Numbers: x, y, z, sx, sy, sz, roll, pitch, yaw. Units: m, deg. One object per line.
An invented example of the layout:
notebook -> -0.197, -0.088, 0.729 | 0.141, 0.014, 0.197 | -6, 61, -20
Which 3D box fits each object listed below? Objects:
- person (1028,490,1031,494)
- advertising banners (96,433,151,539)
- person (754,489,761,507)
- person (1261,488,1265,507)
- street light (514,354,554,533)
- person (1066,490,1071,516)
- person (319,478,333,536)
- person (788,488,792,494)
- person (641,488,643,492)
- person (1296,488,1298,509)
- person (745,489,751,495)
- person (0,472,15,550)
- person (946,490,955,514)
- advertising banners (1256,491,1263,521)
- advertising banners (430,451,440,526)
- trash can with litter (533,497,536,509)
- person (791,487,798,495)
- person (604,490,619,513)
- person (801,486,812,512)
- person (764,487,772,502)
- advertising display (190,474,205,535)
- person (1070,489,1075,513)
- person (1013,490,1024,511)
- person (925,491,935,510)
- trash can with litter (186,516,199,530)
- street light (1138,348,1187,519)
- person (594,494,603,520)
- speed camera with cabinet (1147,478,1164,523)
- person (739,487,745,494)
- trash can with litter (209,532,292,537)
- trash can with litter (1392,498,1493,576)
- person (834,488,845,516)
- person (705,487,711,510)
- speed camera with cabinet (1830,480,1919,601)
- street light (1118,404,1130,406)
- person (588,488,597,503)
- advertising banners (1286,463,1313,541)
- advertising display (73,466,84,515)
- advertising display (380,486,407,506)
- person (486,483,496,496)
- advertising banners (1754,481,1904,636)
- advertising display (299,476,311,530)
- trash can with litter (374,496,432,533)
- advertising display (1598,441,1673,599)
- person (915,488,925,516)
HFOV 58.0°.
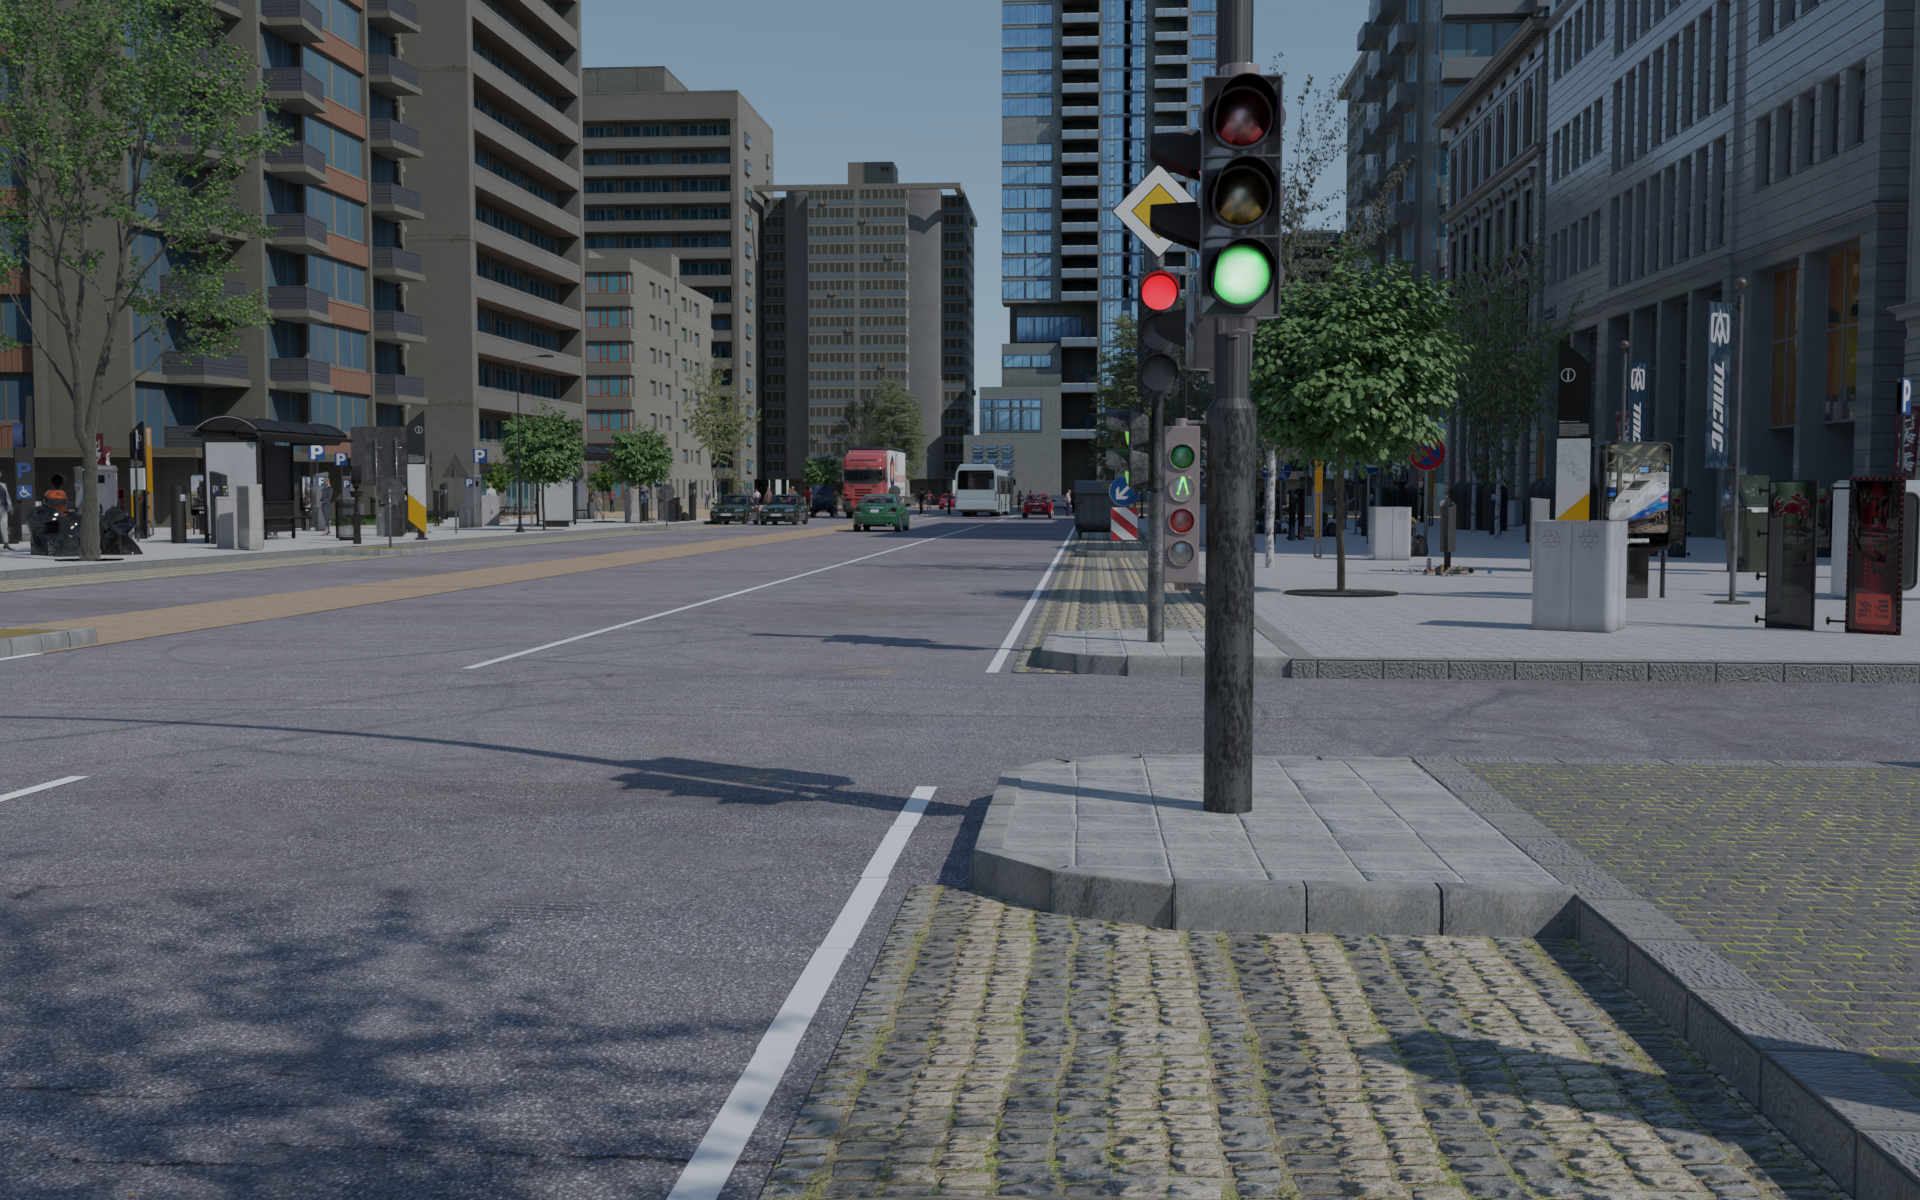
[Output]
person -> 6.545, -9.295, 160.494 | 1.348, 1.821, 0.705 | 3, 4, 39
advertising banners -> -24.106, -3.269, 49.637 | 2.074, 3.025, 0.090 | 1, 4, 17
person -> -19.052, -9.502, 162.343 | 0.756, 1.711, 0.436 | -3, 4, -37
person -> 20.709, -6.866, 119.130 | 0.721, 1.723, 1.217 | 0, 4, 7
street light -> -14.141, -5.201, 57.570 | 1.470, 5.913, 1.316 | 0, 4, 4
person -> 7.017, -6.241, 111.483 | 0.436, 1.711, 0.756 | 0, 4, 4
person -> -19.628, -2.882, 53.442 | 0.520, 1.790, 0.573 | 2, 4, 30
person -> -9.390, -5.234, 94.793 | 1.217, 1.743, 0.721 | 2, 4, 26
person -> -23.054, -7.255, 125.371 | 1.217, 1.736, 0.721 | -2, 4, -30
person -> 25.979, -7.723, 133.035 | 1.217, 1.735, 0.721 | -2, 4, -30
person -> -20.559, -9.864, 167.841 | 0.617, 1.759, 0.750 | 0, 4, -4
person -> -21.920, -2.045, 39.350 | 0.818, 1.842, 0.514 | 0, 4, 2
person -> -0.695, -6.926, 122.459 | 0.721, 1.735, 1.217 | 2, 4, 28
advertising banners -> 13.916, -5.352, 83.697 | 0.090, 3.025, 2.074 | -2, 4, -33
advertising banners -> -21.141, -4.494, 69.666 | 0.090, 3.025, 2.074 | -2, 4, -24
trash can with litter -> -19.388, -4.236, 80.641 | 0.624, 1.170, 1.055 | 1, 4, 22
person -> -10.777, -6.405, 111.314 | 0.990, 1.755, 0.434 | -1, 4, -13
person -> -24.166, -6.928, 120.044 | 1.217, 1.743, 0.721 | 2, 4, 24
person -> -10.675, -7.093, 121.983 | 1.348, 1.831, 0.705 | 1, 4, 13
person -> -12.794, -6.647, 115.269 | 0.434, 1.755, 0.990 | 2, 4, 30
advertising display -> -23.794, -3.017, 54.546 | 0.974, 1.923, 0.123 | 1, 4, 16
person -> 8.673, -7.579, 132.550 | 0.705, 1.807, 1.348 | -2, 4, -29
person -> 4.865, -8.213, 143.503 | 1.217, 1.743, 0.721 | 3, 5, 40
person -> -2.886, -9.199, 159.626 | 1.217, 1.743, 0.721 | -1, 4, -17
trash can with litter -> -27.608, -3.127, 62.516 | 1.055, 1.170, 0.624 | -3, 4, -36
street light -> 5.763, -4.646, 48.501 | 1.470, 5.913, 1.316 | 0, 4, 4
person -> -18.163, -4.700, 87.156 | 0.475, 1.303, 0.640 | 3, 5, 40
speed camera with cabinet -> 8.682, -4.870, 73.957 | 0.660, 3.252, 2.038 | -1, 4, -19
person -> -15.063, -6.927, 119.278 | 0.705, 1.826, 1.348 | -3, 5, -42
trash can with litter -> -21.507, -2.547, 52.700 | 2.233, 1.210, 1.678 | 0, 4, 6
trash can with litter -> 7.739, -1.036, 28.003 | 1.678, 1.210, 2.233 | 1, 4, 21
person -> -8.221, -6.464, 114.208 | 1.348, 1.821, 0.705 | 1, 4, 14
person -> -20.857, -8.423, 143.626 | 0.599, 1.838, 0.709 | 1, 4, 18
speed camera with cabinet -> 11.743, -1.629, 20.970 | 2.038, 3.252, 0.660 | 0, 4, 2
street light -> 8.877, -7.158, 89.573 | 1.470, 5.913, 1.316 | 0, 4, 4
person -> -20.335, -5.394, 94.951 | 1.217, 1.735, 0.721 | 2, 4, 35
advertising banners -> 9.531, -3.191, 48.362 | 0.090, 3.025, 2.074 | 2, 4, 31
advertising display -> -20.679, -2.174, 40.765 | 0.123, 1.923, 0.974 | -3, 4, -38
advertising display -> -20.997, -3.608, 64.209 | 0.974, 1.923, 0.123 | -1, 4, -19
person -> -21.744, -4.525, 80.255 | 0.478, 1.798, 0.641 | 0, 4, 4
advertising banners -> 8.351, -1.200, 15.813 | 0.090, 3.025, 2.074 | -3, 5, -41
advertising display -> -23.240, -3.442, 61.487 | 0.123, 1.923, 0.974 | 0, 4, -4
trash can with litter -> -18.314, -2.837, 57.447 | 1.678, 1.210, 2.233 | -3, 5, -42
advertising display -> 8.276, -0.981, 21.247 | 0.974, 1.923, 0.123 | -1, 4, -15
person -> -2.612, -6.577, 115.664 | 0.705, 1.869, 1.348 | -2, 4, -27
